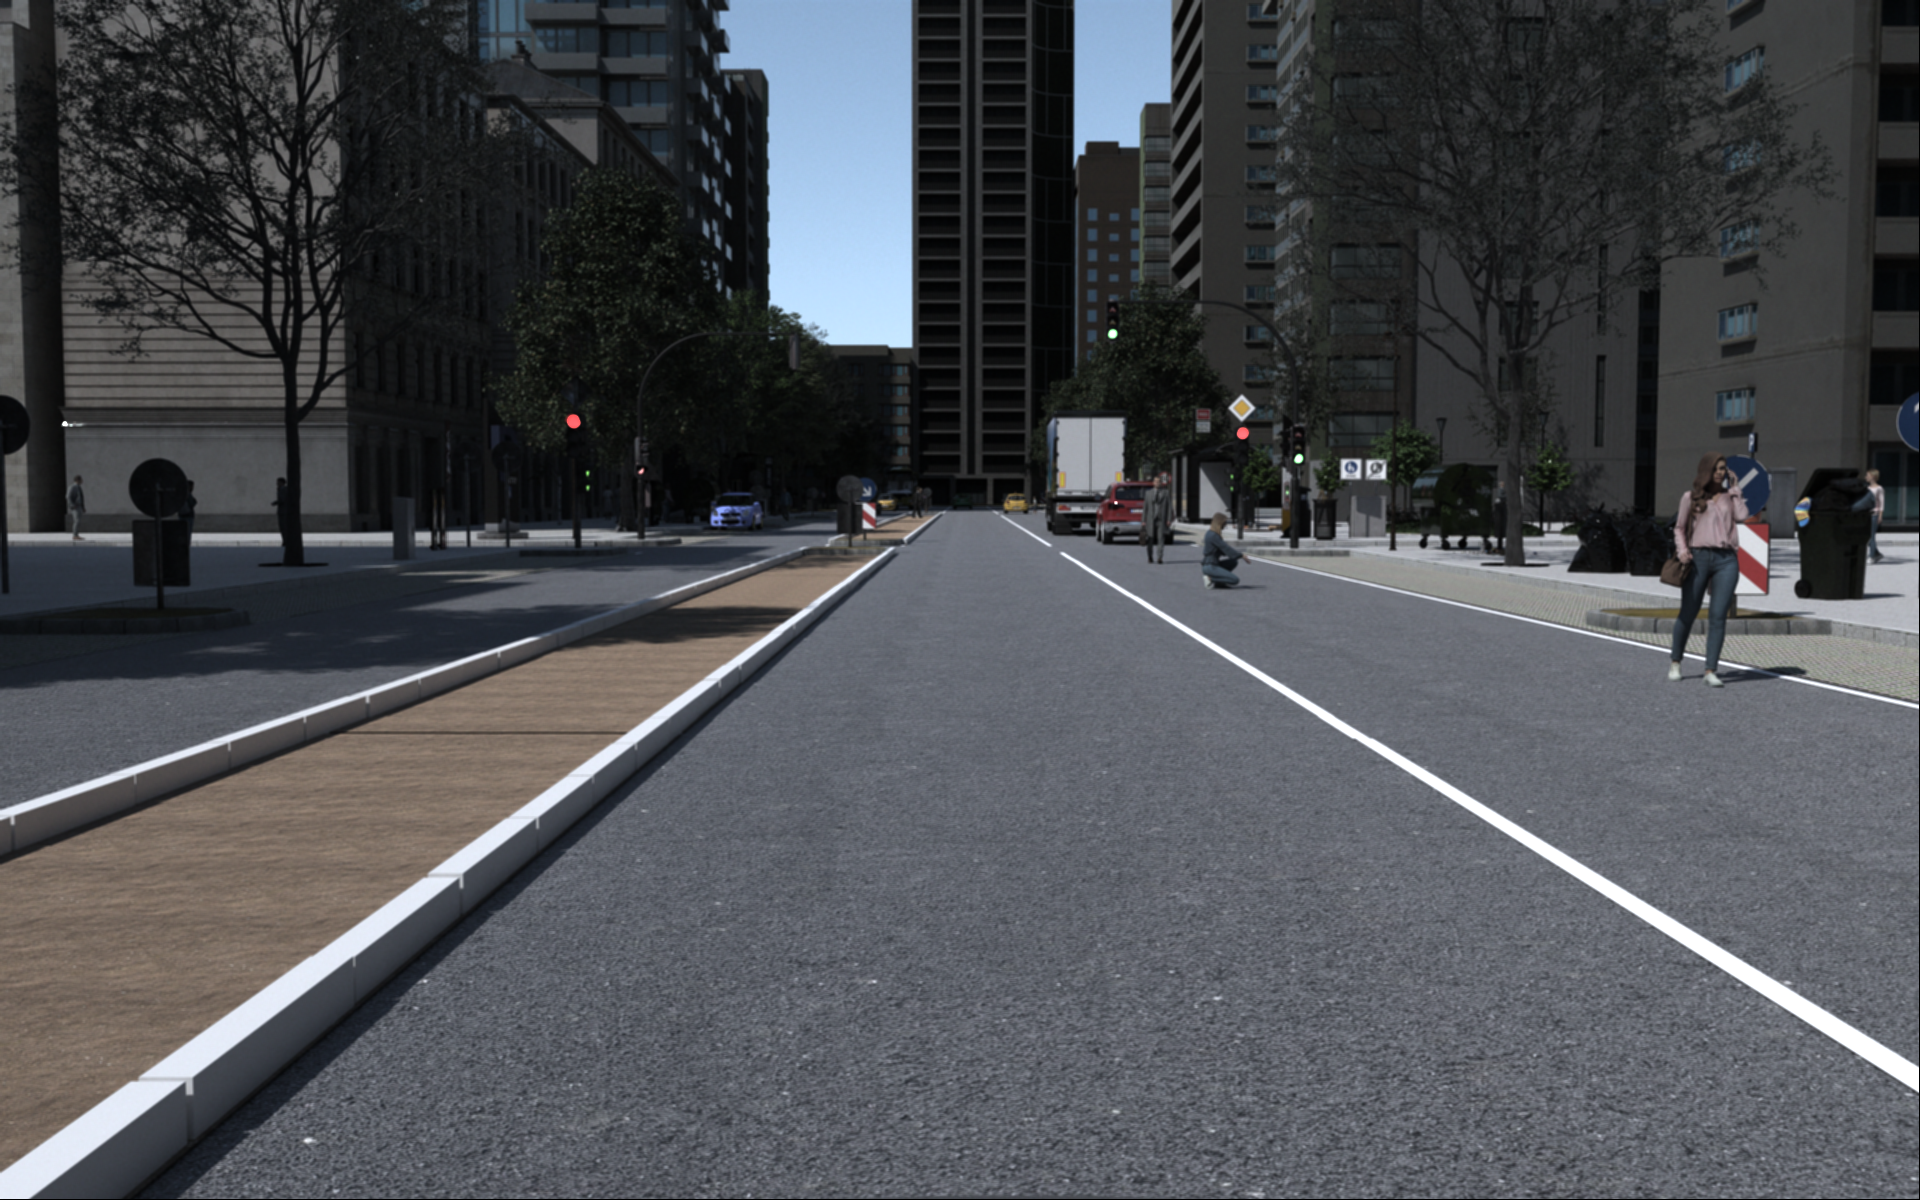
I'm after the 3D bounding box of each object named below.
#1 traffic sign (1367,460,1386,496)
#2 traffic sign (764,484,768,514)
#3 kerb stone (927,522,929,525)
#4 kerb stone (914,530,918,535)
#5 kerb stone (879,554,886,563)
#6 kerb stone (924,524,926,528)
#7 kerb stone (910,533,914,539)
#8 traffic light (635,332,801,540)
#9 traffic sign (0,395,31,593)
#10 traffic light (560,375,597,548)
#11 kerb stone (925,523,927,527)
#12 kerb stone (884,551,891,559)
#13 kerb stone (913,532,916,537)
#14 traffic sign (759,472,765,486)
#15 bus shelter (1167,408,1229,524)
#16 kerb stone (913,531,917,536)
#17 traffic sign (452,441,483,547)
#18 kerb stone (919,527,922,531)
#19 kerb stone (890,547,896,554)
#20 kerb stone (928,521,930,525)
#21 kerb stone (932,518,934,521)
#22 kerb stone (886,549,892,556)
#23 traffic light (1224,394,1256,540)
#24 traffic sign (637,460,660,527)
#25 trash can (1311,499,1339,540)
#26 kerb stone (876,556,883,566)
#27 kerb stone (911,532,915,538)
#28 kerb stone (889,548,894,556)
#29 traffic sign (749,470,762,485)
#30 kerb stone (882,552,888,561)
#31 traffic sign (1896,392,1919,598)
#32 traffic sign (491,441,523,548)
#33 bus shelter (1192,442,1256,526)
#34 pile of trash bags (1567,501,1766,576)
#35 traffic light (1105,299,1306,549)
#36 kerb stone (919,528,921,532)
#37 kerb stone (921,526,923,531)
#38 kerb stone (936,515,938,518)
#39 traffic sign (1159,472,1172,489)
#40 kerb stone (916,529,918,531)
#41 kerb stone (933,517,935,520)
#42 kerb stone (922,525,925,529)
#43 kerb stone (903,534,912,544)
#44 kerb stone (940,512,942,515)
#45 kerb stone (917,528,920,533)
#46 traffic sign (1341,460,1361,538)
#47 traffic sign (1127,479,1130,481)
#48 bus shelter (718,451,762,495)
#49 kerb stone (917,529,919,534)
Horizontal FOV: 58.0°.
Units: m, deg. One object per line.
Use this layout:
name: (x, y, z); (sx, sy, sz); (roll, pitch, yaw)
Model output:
traffic sign: (12.382, -3.024, 51.572); (0.606, 2.300, 0.079); (0, 4, 5)
traffic sign: (-12.680, -6.973, 114.107); (0.768, 2.556, 0.104); (0, 4, 2)
kerb stone: (-1.499, -3.139, 73.521); (0.120, 0.150, 1.000); (0, 4, 0)
kerb stone: (-1.557, -2.137, 57.133); (0.120, 0.150, 1.000); (0, 4, 0)
kerb stone: (-1.635, -0.787, 35.063); (0.120, 0.150, 1.000); (0, 4, 0)
kerb stone: (-1.518, -2.826, 68.406); (0.120, 0.150, 1.000); (0, 4, 0)
kerb stone: (-1.571, -1.883, 53.005); (0.120, 0.150, 1.000); (0, 4, 0)
traffic light: (-6.883, -4.534, 48.802); (4.771, 5.953, 1.251); (0, 4, 0)
traffic sign: (-12.347, -1.359, 22.329); (0.768, 2.556, 0.104); (0, 4, 4)
traffic light: (-9.004, -3.172, 40.789); (0.839, 4.253, 0.868); (0, 4, 0)
kerb stone: (-1.510, -2.952, 70.454); (0.120, 0.150, 1.000); (0, 4, 0)
kerb stone: (-1.625, -0.906, 37.109); (0.120, 0.150, 1.000); (0, 4, 0)
kerb stone: (-1.567, -2.011, 55.078); (0.120, 0.150, 1.000); (0, 4, 0)
traffic sign: (-11.722, -6.213, 101.696); (0.768, 2.556, 0.104); (0, 4, 1)
bus shelter: (10.659, -6.179, 78.660); (2.179, 5.291, 8.768); (0, 4, 0)
kerb stone: (-1.560, -2.074, 56.101); (0.120, 0.150, 1.000); (0, 4, 0)
traffic sign: (-11.900, -2.554, 41.869); (0.768, 2.556, 0.104); (0, 4, 6)
kerb stone: (-1.542, -2.450, 62.254); (0.120, 0.150, 1.000); (0, 4, 0)
kerb stone: (-1.619, -1.100, 40.183); (0.120, 0.150, 1.000); (0, 4, 0)
kerb stone: (-1.491, -3.266, 75.589); (0.120, 0.150, 1.000); (0, 4, 0)
kerb stone: (-1.472, -3.768, 83.800); (0.120, 0.150, 1.000); (0, 4, 0)
kerb stone: (-1.633, -0.970, 38.131); (0.120, 0.150, 1.000); (0, 4, 0)
traffic light: (7.886, -3.658, 48.731); (0.839, 4.253, 0.868); (0, 4, 0)
traffic sign: (-11.933, -4.061, 66.408); (0.884, 2.594, 0.081); (0, 4, 1)
trash can: (10.165, -2.238, 48.250); (0.748, 1.137, 0.748); (0, 3, 0)
kerb stone: (-1.638, -0.724, 34.035); (0.120, 0.150, 1.000); (0, 4, 0)
kerb stone: (-1.570, -1.948, 54.044); (0.120, 0.150, 1.000); (0, 4, 0)
kerb stone: (-1.624, -1.038, 39.161); (0.120, 0.150, 1.000); (0, 4, 0)
traffic sign: (-10.902, -5.633, 92.203); (0.768, 2.556, 0.104); (0, 4, 3)
kerb stone: (-1.628, -0.850, 36.086); (0.120, 0.150, 1.000); (0, 4, 0)
traffic sign: (11.849, -1.293, 21.246); (0.768, 2.556, 0.104); (0, 4, 7)
traffic sign: (-10.854, -2.533, 41.513); (0.768, 2.556, 0.104); (0, 4, 4)
bus shelter: (10.755, -4.656, 70.044); (2.014, 3.302, 5.546); (0, 3, 0)
pile of trash bags: (11.340, -1.086, 27.510); (1.912, 1.369, 3.447); (-1, 4, -22)
traffic light: (5.765, -4.033, 40.612); (4.771, 5.953, 1.251); (0, 4, 0)
kerb stone: (-1.545, -2.388, 61.232); (0.120, 0.150, 1.000); (0, 4, 0)
kerb stone: (-1.541, -2.571, 64.302); (0.120, 0.150, 1.000); (0, 4, 0)
kerb stone: (-1.431, -4.456, 95.085); (0.120, 0.150, 1.000); (0, 4, 0)
traffic sign: (11.606, -5.997, 98.157); (0.768, 2.556, 0.104); (0, 4, 8)
kerb stone: (-1.563, -2.198, 58.161); (0.120, 0.150, 1.000); (0, 4, 0)
kerb stone: (-1.449, -3.956, 86.870); (0.120, 0.150, 1.000); (0, 4, 0)
kerb stone: (-1.528, -2.698, 66.357); (0.120, 0.150, 1.000); (0, 4, 0)
kerb stone: (-1.583, -1.822, 51.978); (0.120, 0.150, 1.000); (0, 4, 0)
kerb stone: (-1.372, -5.272, 108.400); (0.120, 0.150, 1.000); (0, 4, 0)
kerb stone: (-1.549, -2.320, 60.210); (0.120, 0.150, 1.000); (0, 4, 0)
traffic sign: (11.365, -2.953, 50.408); (0.606, 2.300, 0.079); (0, 4, 3)
traffic sign: (11.099, -6.977, 116.199); (0.606, 2.300, 0.079); (1, 4, 9)
bus shelter: (-12.360, -6.510, 97.721); (1.731, 3.624, 6.357); (0, 3, 0)
kerb stone: (-1.550, -2.262, 59.183); (0.120, 0.150, 1.000); (0, 4, 0)
